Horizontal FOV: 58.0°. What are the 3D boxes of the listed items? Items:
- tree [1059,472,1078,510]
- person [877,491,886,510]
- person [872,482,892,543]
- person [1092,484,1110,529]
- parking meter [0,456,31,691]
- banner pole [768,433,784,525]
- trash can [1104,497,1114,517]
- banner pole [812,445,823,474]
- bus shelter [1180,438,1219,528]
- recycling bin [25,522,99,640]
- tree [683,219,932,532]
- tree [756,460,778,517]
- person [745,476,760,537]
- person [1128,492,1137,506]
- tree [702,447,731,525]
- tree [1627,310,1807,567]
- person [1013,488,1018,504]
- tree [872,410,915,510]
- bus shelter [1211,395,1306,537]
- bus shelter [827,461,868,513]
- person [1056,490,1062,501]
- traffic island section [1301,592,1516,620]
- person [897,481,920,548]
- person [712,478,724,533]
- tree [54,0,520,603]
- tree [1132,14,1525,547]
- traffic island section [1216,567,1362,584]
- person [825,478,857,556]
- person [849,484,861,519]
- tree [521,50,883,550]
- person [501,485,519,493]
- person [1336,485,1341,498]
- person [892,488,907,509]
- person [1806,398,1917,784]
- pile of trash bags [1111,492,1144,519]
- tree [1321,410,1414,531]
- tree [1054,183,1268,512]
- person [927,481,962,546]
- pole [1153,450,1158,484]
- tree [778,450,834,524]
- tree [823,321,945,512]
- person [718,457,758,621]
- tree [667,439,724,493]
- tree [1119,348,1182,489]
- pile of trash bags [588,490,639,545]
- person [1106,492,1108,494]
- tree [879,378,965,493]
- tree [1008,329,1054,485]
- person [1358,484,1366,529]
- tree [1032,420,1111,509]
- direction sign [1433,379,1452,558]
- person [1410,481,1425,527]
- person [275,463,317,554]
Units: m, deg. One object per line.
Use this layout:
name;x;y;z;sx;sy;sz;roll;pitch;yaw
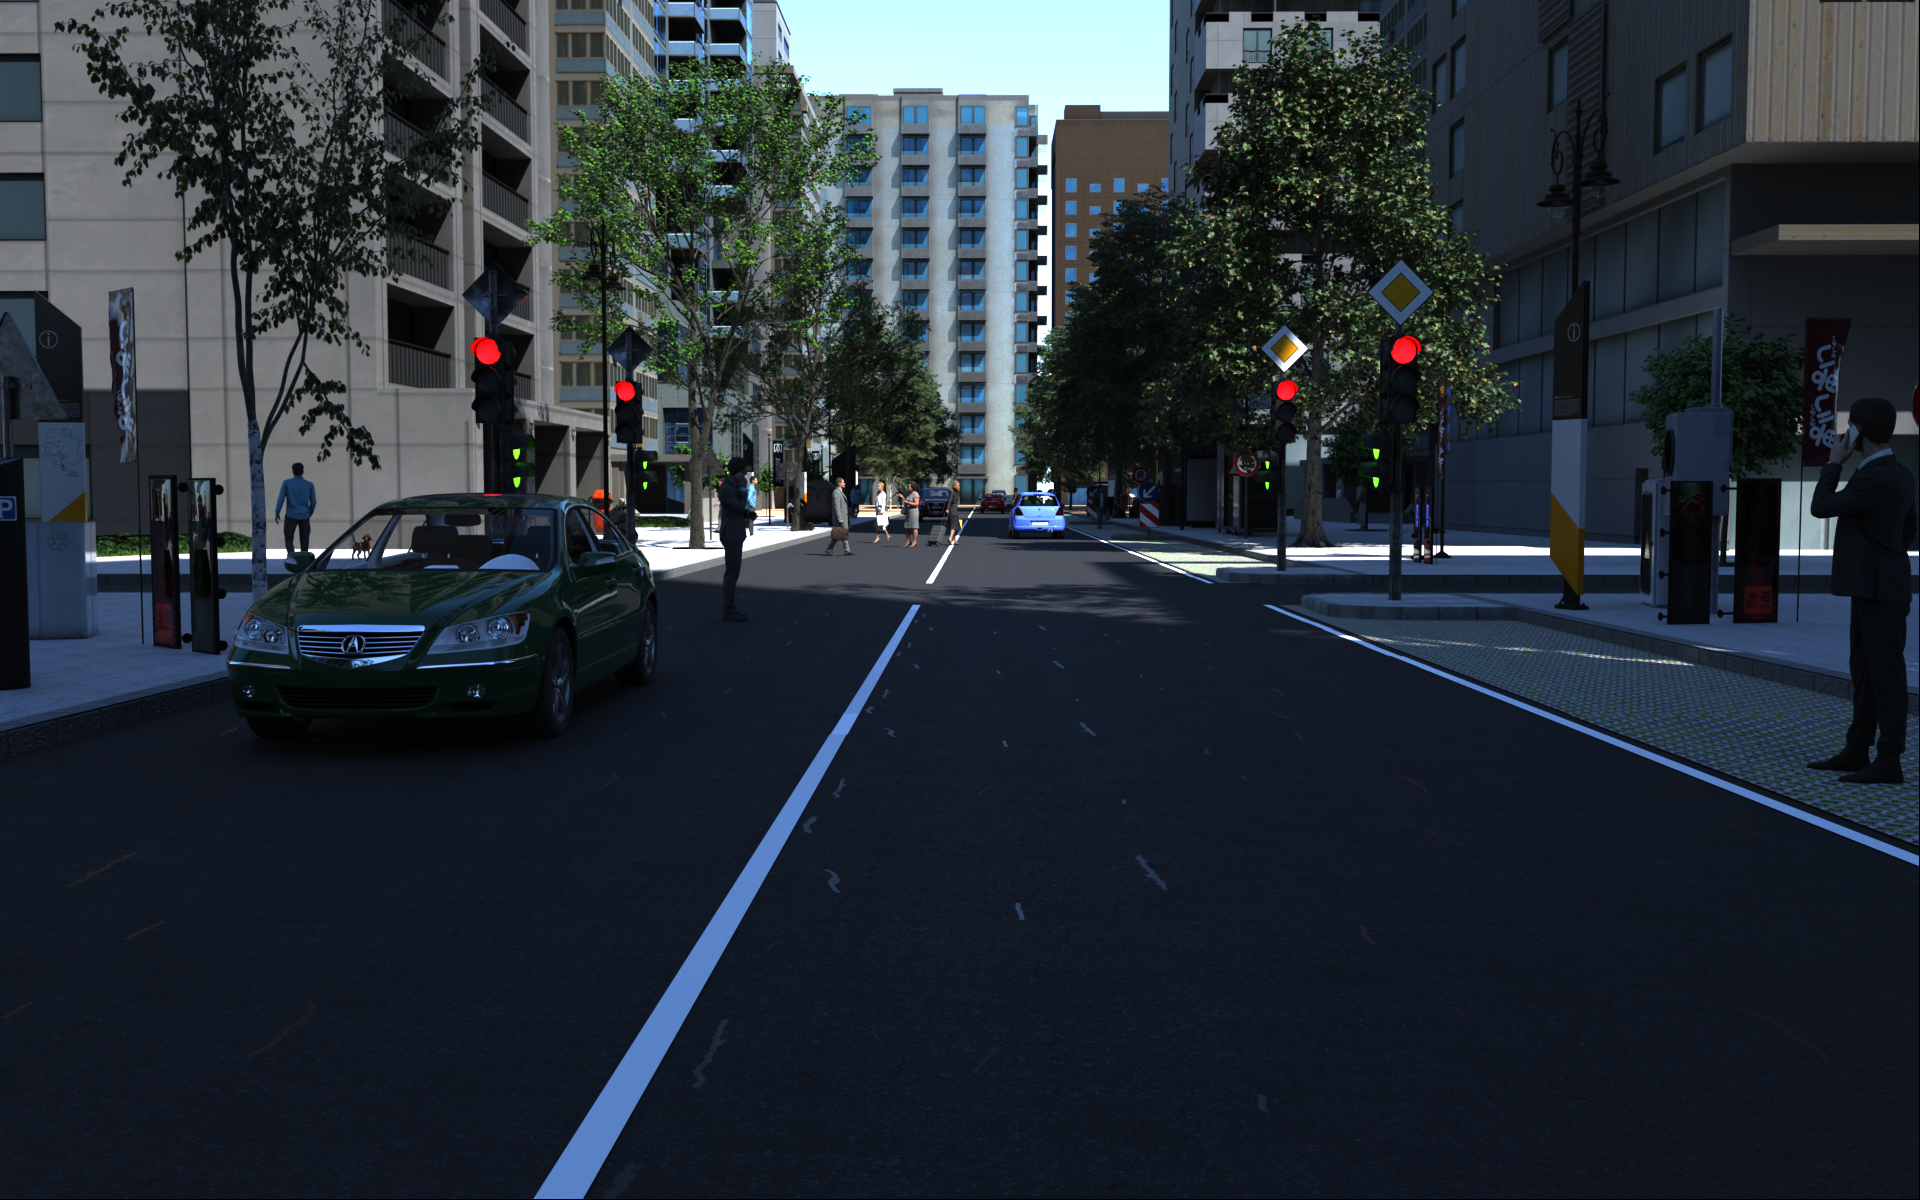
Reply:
tree;9.152;-8.978;141.394;1.663;3.219;1.824;0;3;0
person;-4.738;-5.957;103.855;0.576;1.772;0.534;0;4;3
person;-2.276;-2.563;50.752;0.624;1.780;0.694;-1;4;-10
person;5.796;-3.815;70.863;0.794;1.824;0.713;-1;4;-9
parking meter;-6.354;-0.183;11.406;0.372;1.533;0.369;0;3;0
banner pole;-7.609;-4.960;71.117;0.863;3.779;0.401;-2;4;-28
trash can;8.523;-5.342;98.996;0.748;1.137;0.748;0;3;0
banner pole;-7.220;-6.014;88.351;0.863;3.779;0.401;-3;5;-41
bus shelter;9.311;-4.248;63.381;2.014;3.302;5.546;0;4;1
recycling bin;-8.189;-0.182;15.536;0.722;1.027;0.722;-1;4;-18
tree;-5.455;-7.603;58.727;8.767;10.594;7.601;-3;5;-40
tree;-10.768;-6.291;97.455;1.663;3.219;1.824;0;3;0
person;-6.254;-2.768;51.312;0.620;1.820;0.660;-1;4;-15
person;12.101;-6.882;121.757;0.799;1.438;0.628;0;4;3
tree;-10.084;-4.749;72.256;1.663;3.219;1.824;0;3;0
tree;13.671;-2.896;31.060;4.285;4.588;4.351;0;3;0
person;3.444;-6.121;108.538;0.705;1.831;1.348;0;4;3
tree;-5.535;-12.205;149.917;4.737;8.622;4.395;0;3;0
bus shelter;9.370;-4.796;56.047;2.179;5.291;8.768;0;4;1
bus shelter;-6.522;-6.577;101.458;2.014;3.302;5.546;0;4;1
person;9.536;-9.930;169.113;0.721;1.735;1.217;-2;4;-34
traffic island section;5.290;0.080;20.980;2.009;0.180;2.903;0;4;1
person;-1.410;-2.302;46.488;0.532;1.782;0.716;-2;4;-30
person;-7.670;-3.063;56.392;0.850;1.792;0.678;-1;4;-12
tree;-6.987;-4.113;17.605;4.360;8.622;3.978;0;3;0
tree;8.653;-7.622;41.622;9.611;12.733;9.660;0;3;0
traffic island section;5.396;-0.409;28.964;2.009;0.180;2.903;0;4;1
person;-2.754;-1.931;40.169;0.767;1.812;0.694;0;4;-4
person;-5.454;-5.118;89.983;0.793;1.790;0.793;-3;4;-37
tree;-5.967;-6.989;40.022;9.928;11.665;9.643;0;3;0
person;-8.607;-1.627;33.065;0.576;1.772;0.534;-1;4;-16
person;21.942;-5.736;100.057;0.641;1.798;0.478;-3;5;-40
person;-5.318;-8.942;152.263;1.348;1.822;0.705;0;4;0
person;4.475;-0.046;8.609;0.474;1.900;0.648;2;4;30
pile of trash bags;8.853;-5.004;91.566;1.912;1.369;3.447;1;4;11
tree;14.121;-4.688;60.361;4.285;4.588;4.351;0;3;0
tree;8.684;-10.067;71.247;9.857;13.997;8.962;0;3;0
person;-0.388;-2.406;48.054;0.699;1.804;1.509;3;5;40
pole;9.092;-5.303;80.542;0.158;3.312;0.155;0;3;0
tree;-6.520;-4.894;74.626;1.663;3.219;1.824;0;3;0
tree;-5.712;-13.446;126.490;9.857;13.997;8.962;0;3;0
person;-2.513;-0.695;19.670;0.447;1.846;0.655;0;4;-7
tree;-14.563;-6.811;95.066;4.285;4.588;4.351;0;3;0
tree;9.459;-8.255;85.338;4.737;8.622;4.395;0;3;0
pile of trash bags;-7.448;-1.571;35.436;1.912;1.369;3.447;0;4;-8
person;15.035;-10.274;174.037;1.348;1.822;0.705;0;4;1
tree;-4.168;-15.306;167.267;9.611;12.733;9.660;0;3;0
tree;8.742;-11.450;93.864;9.857;13.997;8.962;0;3;0
person;14.932;-3.521;64.168;0.362;1.759;0.519;2;4;35
tree;9.879;-13.151;149.437;7.601;10.594;8.767;-1;4;-12
direction sign;9.660;-2.607;34.623;0.379;3.537;0.876;2;4;30
person;17.567;-3.670;66.398;0.623;1.781;0.721;1;4;14
person;-11.355;-1.442;29.646;0.660;1.820;0.620;-2;4;-33
